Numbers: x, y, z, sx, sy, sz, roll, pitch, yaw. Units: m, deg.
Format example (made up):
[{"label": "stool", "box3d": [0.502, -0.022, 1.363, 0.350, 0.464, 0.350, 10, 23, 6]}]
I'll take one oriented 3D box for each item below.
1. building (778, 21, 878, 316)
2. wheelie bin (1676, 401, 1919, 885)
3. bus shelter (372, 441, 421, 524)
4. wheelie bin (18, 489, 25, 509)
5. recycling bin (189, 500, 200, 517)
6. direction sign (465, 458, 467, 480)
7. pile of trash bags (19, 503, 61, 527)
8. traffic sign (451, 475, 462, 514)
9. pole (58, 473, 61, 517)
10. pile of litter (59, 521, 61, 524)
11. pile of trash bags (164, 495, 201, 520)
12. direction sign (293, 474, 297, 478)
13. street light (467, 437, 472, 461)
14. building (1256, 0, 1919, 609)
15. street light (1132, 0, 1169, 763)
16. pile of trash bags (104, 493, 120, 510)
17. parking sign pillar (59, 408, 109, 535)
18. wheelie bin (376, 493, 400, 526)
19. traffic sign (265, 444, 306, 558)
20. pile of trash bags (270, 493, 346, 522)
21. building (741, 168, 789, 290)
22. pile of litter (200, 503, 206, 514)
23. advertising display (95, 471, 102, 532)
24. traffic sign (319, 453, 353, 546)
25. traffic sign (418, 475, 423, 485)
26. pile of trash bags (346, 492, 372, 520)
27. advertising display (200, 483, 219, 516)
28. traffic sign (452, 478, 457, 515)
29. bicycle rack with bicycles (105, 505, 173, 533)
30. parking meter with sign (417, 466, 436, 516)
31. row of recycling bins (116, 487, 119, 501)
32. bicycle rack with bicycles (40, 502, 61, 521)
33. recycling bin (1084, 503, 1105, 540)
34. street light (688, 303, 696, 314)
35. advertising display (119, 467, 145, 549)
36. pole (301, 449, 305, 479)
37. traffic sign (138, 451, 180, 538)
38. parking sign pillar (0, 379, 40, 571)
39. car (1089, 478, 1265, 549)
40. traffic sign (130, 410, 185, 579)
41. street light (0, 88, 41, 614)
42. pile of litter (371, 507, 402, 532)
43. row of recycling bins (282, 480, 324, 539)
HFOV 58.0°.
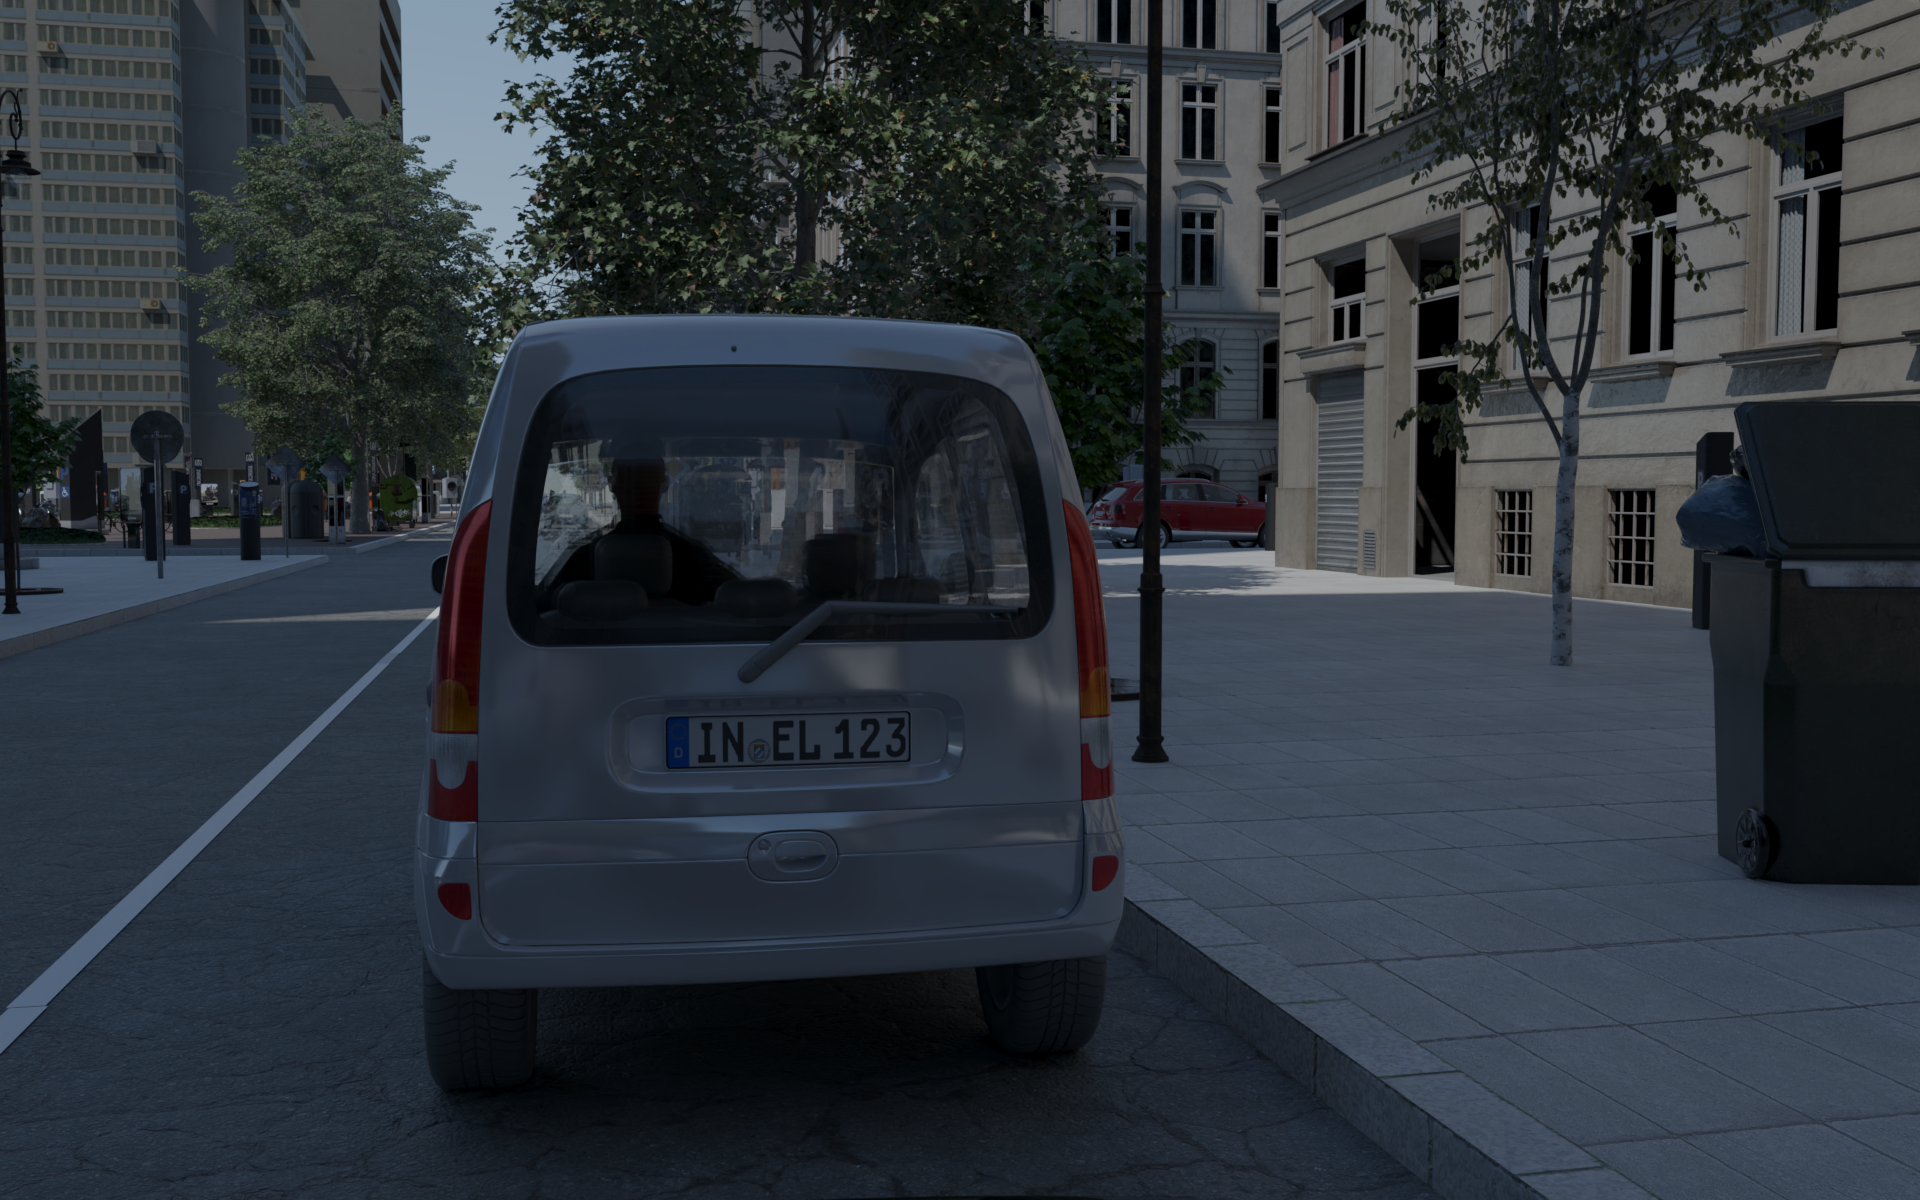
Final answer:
[{"label": "building", "box3d": [-1.166, -17.562, 84.396, 12.463, 27.353, 25.104, -1, 4, -13]}, {"label": "wheelie bin", "box3d": [2.924, 0.123, 5.904, 0.980, 1.594, 0.693, 0, 4, 4]}, {"label": "bus shelter", "box3d": [-24.745, -5.207, 76.414, 1.731, 3.624, 6.357, -1, 4, -13]}, {"label": "wheelie bin", "box3d": [-42.941, -4.337, 78.821, 0.980, 1.594, 0.693, 0, 4, 2]}, {"label": "recycling bin", "box3d": [-33.891, -3.888, 76.126, 0.722, 1.027, 0.722, -3, 5, -41]}, {"label": "direction sign", "box3d": [-30.192, -6.966, 105.885, 0.379, 3.537, 0.876, -1, 4, -15]}, {"label": "pile of trash bags", "box3d": [-32.318, -3.000, 58.804, 3.447, 1.369, 1.912, 0, 4, 7]}, {"label": "traffic sign", "box3d": [-33.207, -6.973, 114.115, 0.768, 2.556, 0.104, -1, 4, -11]}, {"label": "pole", "box3d": [-50.124, -6.273, 96.410, 0.158, 3.312, 0.155, 0, 3, 0]}, {"label": "pile of litter", "box3d": [-37.265, -3.568, 72.308, 1.719, 0.858, 1.176, 3, 4, 38]}, {"label": "pile of trash bags", "box3d": [-38.094, -4.527, 83.766, 1.912, 1.369, 3.447, 0, 4, -2]}, {"label": "direction sign", "box3d": [-33.446, -5.762, 86.208, 0.876, 3.537, 0.379, -3, 5, -40]}, {"label": "street light", "box3d": [-33.158, -8.844, 117.387, 0.468, 5.910, 1.993, -1, 4, -13]}, {"label": "building", "box3d": [15.829, -11.276, 17.644, 16.112, 22.955, 30.059, -1, 4, -13]}, {"label": "street light", "box3d": [0.916, -2.164, 8.164, 0.468, 5.910, 1.993, -1, 4, -13]}, {"label": "pile of trash bags", "box3d": [-46.111, -5.261, 95.763, 3.447, 1.369, 1.912, 0, 4, 3]}, {"label": "parking sign pillar", "box3d": [-27.359, -4.004, 53.938, 1.447, 3.967, 1.447, 1, 4, 21]}, {"label": "wheelie bin", "box3d": [-22.797, -3.746, 69.157, 0.980, 1.594, 0.693, -2, 4, -29]}, {"label": "traffic sign", "box3d": [-13.541, -1.906, 34.813, 0.795, 2.450, 0.064, -1, 4, -13]}, {"label": "pile of trash bags", "box3d": [-30.655, -4.340, 80.714, 3.447, 1.369, 1.912, 2, 4, 32]}, {"label": "building", "box3d": [-7.010, -16.331, 108.813, 13.314, 21.916, 24.055, -1, 4, -13]}, {"label": "pile of litter", "box3d": [-45.453, -5.474, 103.461, 1.176, 0.858, 1.719, 2, 4, 24]}, {"label": "advertising display", "box3d": [-24.593, -2.707, 49.469, 0.123, 1.923, 0.974, -2, 4, -28]}, {"label": "traffic sign", "box3d": [-15.338, -2.382, 42.594, 0.795, 2.450, 0.064, -1, 4, -13]}, {"label": "traffic sign", "box3d": [-33.050, -6.536, 106.860, 0.884, 2.594, 0.081, 0, 4, -5]}, {"label": "pile of trash bags", "box3d": [-30.951, -4.743, 87.295, 3.447, 1.369, 1.912, -3, 4, -37]}, {"label": "advertising display", "box3d": [-43.739, -5.855, 100.950, 0.974, 1.923, 0.123, -1, 4, -12]}, {"label": "traffic sign", "box3d": [-31.496, -6.437, 107.370, 0.606, 2.300, 0.079, -1, 4, -13]}, {"label": "bicycle rack with bicycles", "box3d": [-27.152, -2.700, 57.527, 2.852, 0.926, 2.925, 3, 5, 40]}, {"label": "parking meter with sign", "box3d": [-31.626, -6.501, 102.545, 0.543, 3.016, 1.738, 0, 4, 6]}, {"label": "row of recycling bins", "box3d": [-48.348, -5.734, 100.862, 1.069, 1.692, 3.534, -1, 4, -10]}, {"label": "bicycle rack with bicycles", "box3d": [-44.014, -4.200, 82.045, 2.925, 0.926, 2.852, 1, 4, 20]}, {"label": "recycling bin", "box3d": [3.609, -2.208, 48.660, 0.722, 1.027, 0.722, -2, 4, -31]}, {"label": "street light", "box3d": [-5.607, -3.879, 36.210, 0.468, 5.910, 1.993, -1, 4, -13]}, {"label": "advertising display", "box3d": [-19.556, -2.186, 40.957, 0.974, 1.923, 0.123, 2, 4, 35]}, {"label": "pole", "box3d": [-29.943, -5.206, 78.953, 0.158, 3.312, 0.155, 0, 3, 0]}, {"label": "traffic sign", "box3d": [-13.738, -1.810, 29.693, 0.768, 2.556, 0.104, 0, 4, -6]}, {"label": "parking sign pillar", "box3d": [-16.522, -2.506, 29.442, 1.447, 3.967, 1.447, 3, 4, 39]}, {"label": "car", "box3d": [5.815, -2.072, 42.557, 5.304, 1.827, 2.281, -1, 4, -15]}, {"label": "traffic sign", "box3d": [-12.154, -1.599, 26.256, 0.768, 2.556, 0.104, -1, 4, -12]}, {"label": "street light", "box3d": [-10.172, -2.789, 18.393, 0.468, 5.910, 1.993, -1, 4, -13]}, {"label": "pile of litter", "box3d": [-19.839, -2.799, 59.729, 1.176, 0.858, 1.719, -2, 4, -24]}, {"label": "row of recycling bins", "box3d": [-19.385, -2.679, 50.921, 1.069, 1.692, 3.534, -2, 4, -26]}]
